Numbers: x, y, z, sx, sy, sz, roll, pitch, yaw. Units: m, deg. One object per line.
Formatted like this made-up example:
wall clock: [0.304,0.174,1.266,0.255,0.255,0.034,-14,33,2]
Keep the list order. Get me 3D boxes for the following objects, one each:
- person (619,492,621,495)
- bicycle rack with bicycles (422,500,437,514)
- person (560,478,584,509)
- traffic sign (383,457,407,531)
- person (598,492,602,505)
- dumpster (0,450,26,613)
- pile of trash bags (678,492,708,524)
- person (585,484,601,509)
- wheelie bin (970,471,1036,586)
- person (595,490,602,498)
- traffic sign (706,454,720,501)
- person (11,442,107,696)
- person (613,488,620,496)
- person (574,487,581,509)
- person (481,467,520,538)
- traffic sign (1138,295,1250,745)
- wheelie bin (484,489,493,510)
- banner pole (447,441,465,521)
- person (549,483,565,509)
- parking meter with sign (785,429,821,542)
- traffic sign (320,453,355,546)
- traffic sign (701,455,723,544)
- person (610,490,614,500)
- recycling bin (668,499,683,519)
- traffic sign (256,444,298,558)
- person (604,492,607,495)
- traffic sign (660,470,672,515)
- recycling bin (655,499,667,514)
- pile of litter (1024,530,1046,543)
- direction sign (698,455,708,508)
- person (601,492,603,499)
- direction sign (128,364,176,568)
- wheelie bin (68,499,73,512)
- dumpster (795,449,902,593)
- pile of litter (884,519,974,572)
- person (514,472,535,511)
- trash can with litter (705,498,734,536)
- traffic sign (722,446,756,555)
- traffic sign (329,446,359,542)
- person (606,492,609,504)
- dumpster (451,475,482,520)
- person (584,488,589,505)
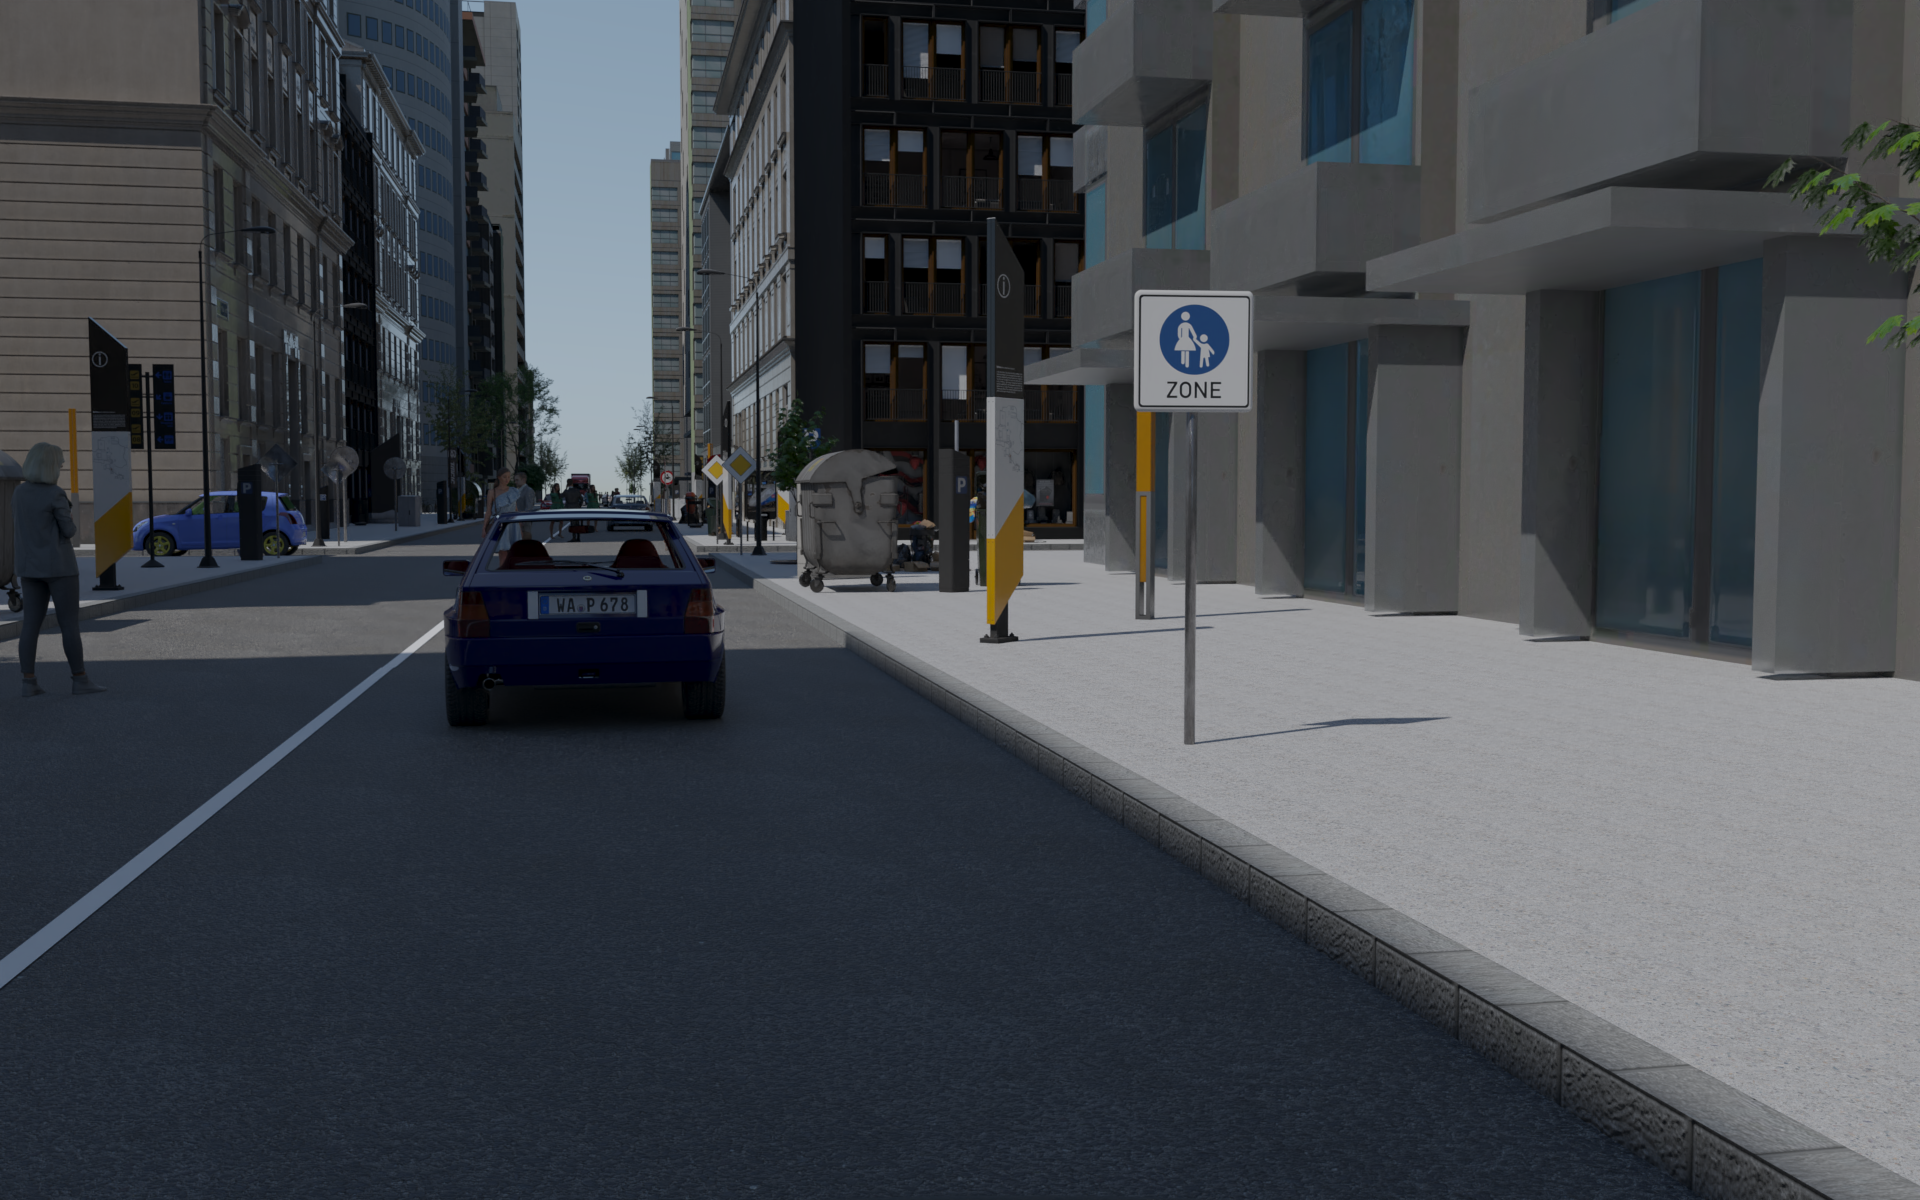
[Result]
person: [-44.245,-13.178,224.756,0.445,1.727,0.742,-2,4,-30]
bicycle rack with bicycles: [-34.713,-6.075,112.716,2.852,0.926,2.925,-2,4,-34]
person: [-11.566,-2.675,51.593,0.474,1.900,0.648,3,4,38]
traffic sign: [-19.508,-3.653,59.835,0.768,2.556,0.104,-1,4,-11]
person: [-49.072,-13.847,235.609,1.217,1.736,0.721,3,4,36]
dumpster: [-10.579,-0.744,17.925,1.264,1.857,1.865,-1,4,-12]
pile of trash bags: [-11.288,-3.974,74.732,1.912,1.369,3.447,0,4,3]
person: [-13.742,-3.427,64.773,0.529,1.795,0.600,3,5,40]
wheelie bin: [0.572,-0.996,24.200,0.980,1.594,0.693,0,4,-3]
person: [-36.129,-9.999,171.990,1.348,1.824,0.705,0,4,7]
traffic sign: [-7.670,-3.356,54.973,0.768,2.556,0.104,0,4,-5]
person: [-6.530,-0.230,12.446,0.537,1.800,0.526,2,4,28]
person: [-21.348,-6.069,107.699,0.573,1.828,0.580,-3,5,-44]
person: [-22.304,-5.631,100.549,0.794,1.824,0.713,-2,4,-23]
person: [-6.460,-0.968,24.427,0.616,1.811,0.778,-2,4,-28]
traffic sign: [1.175,-0.409,8.809,0.606,2.300,0.079,0,4,-6]
wheelie bin: [-28.521,-5.973,105.573,0.980,1.594,0.693,-2,4,-27]
banner pole: [-23.961,-5.644,82.296,0.863,3.779,0.401,-3,5,-39]
person: [-12.964,-2.869,55.663,0.529,1.795,0.600,2,4,34]
parking meter with sign: [-4.305,-3.087,46.738,0.543,3.016,1.738,-2,4,-24]
traffic sign: [-15.212,-2.369,42.368,0.795,2.450,0.064,-1,4,-12]
traffic sign: [-6.199,-2.479,44.182,0.795,2.450,0.064,-1,4,-12]
person: [-29.109,-8.344,145.639,0.721,1.735,1.217,2,4,23]
recycling bin: [-15.070,-4.913,92.888,0.722,1.027,0.722,0,4,8]
traffic sign: [-13.614,-1.890,34.544,0.795,2.450,0.064,-1,4,-12]
person: [-54.641,-15.809,266.960,1.348,1.826,0.705,0,4,8]
traffic sign: [-15.782,-5.709,93.441,0.768,2.556,0.104,0,4,-7]
recycling bin: [-16.643,-5.164,96.978,0.722,1.027,0.722,0,4,7]
pile of litter: [1.493,-1.945,45.764,1.719,0.858,1.176,0,4,-3]
direction sign: [-14.873,-6.676,101.154,0.876,3.537,0.379,0,4,-2]
person: [-53.883,-15.345,259.925,0.750,1.759,0.617,2,4,28]
direction sign: [-14.129,-2.337,30.205,0.876,3.537,0.379,0,4,-8]
wheelie bin: [-15.064,-1.268,28.642,0.693,1.594,0.980,-2,4,-30]
dumpster: [-1.493,-1.068,23.220,1.264,1.857,1.865,-1,4,-11]
pile of litter: [-0.586,-0.916,28.948,1.719,0.858,1.176,1,4,12]
person: [-7.551,-1.307,29.984,0.853,1.813,0.709,-3,5,-40]
trash can with litter: [-7.246,-2.518,52.551,0.624,1.170,1.055,-3,5,-44]
traffic sign: [-4.601,-2.001,36.358,0.795,2.450,0.064,-1,4,-12]
traffic sign: [-16.354,-2.808,46.015,0.768,2.556,0.104,0,4,-4]
person: [-43.961,-12.622,215.580,0.721,1.736,1.217,0,4,-2]
dumpster: [-24.823,-5.161,86.868,1.502,2.255,1.985,-1,4,-12]
person: [-24.836,-6.556,115.552,0.638,1.841,0.748,2,4,28]
